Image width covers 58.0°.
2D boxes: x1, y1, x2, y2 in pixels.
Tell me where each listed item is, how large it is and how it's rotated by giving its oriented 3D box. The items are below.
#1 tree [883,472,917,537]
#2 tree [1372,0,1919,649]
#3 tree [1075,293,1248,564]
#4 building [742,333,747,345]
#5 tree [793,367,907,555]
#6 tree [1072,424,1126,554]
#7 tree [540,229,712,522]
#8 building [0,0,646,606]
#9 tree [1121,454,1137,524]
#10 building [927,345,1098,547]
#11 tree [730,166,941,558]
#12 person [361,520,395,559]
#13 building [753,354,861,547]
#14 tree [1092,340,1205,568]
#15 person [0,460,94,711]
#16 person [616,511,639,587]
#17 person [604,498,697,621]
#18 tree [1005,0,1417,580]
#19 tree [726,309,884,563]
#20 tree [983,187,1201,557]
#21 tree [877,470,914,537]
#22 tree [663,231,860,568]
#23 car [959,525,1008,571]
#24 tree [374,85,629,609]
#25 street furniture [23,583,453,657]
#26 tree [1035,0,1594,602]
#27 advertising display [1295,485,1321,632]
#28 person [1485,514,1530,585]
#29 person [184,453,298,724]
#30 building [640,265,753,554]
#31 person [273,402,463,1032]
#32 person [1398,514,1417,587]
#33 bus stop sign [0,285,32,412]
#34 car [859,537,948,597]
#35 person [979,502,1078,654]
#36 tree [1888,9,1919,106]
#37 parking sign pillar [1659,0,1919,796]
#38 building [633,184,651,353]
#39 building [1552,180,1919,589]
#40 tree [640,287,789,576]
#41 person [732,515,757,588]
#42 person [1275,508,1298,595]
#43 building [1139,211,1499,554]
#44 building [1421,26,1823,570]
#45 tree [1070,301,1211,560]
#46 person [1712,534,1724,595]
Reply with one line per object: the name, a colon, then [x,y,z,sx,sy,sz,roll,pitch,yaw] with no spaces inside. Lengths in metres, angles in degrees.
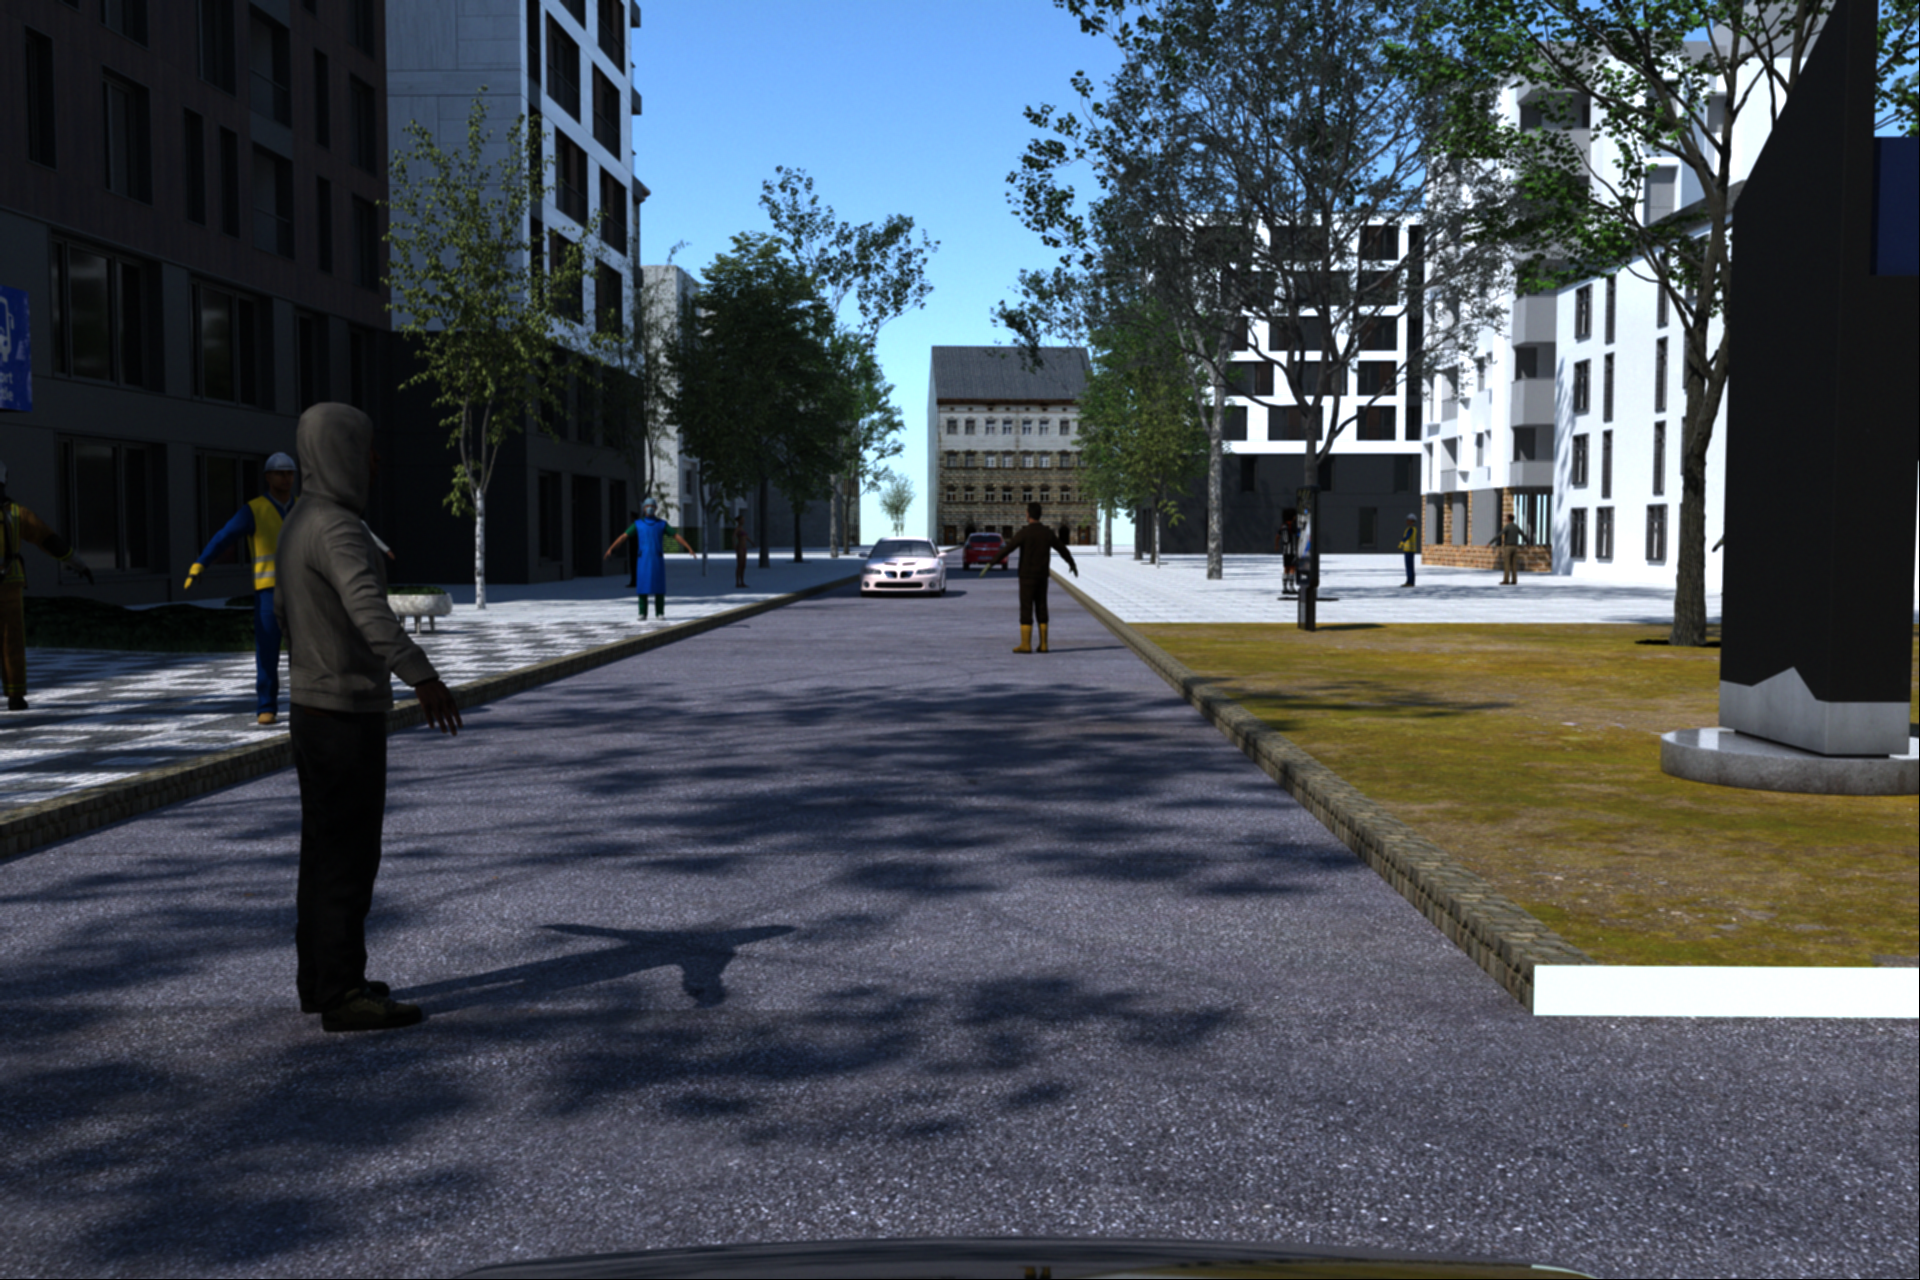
tree: [-6.540,-15.496,203.715,4.360,8.622,3.978,0,3,0]
tree: [8.546,-5.735,19.517,9.928,11.665,9.643,0,3,0]
tree: [8.403,-9.039,73.536,9.928,11.665,9.643,0,3,0]
building: [-24.858,-17.994,150.626,16.016,20.090,11.380,0,4,1]
tree: [-6.830,-11.012,105.804,9.928,11.665,9.643,0,3,0]
tree: [8.925,-9.802,110.628,4.737,8.622,4.395,0,3,0]
tree: [-7.462,-5.572,41.460,4.360,8.622,3.978,0,3,0]
building: [-24.963,-12.094,41.717,27.936,21.610,32.646,0,4,2]
tree: [22.694,-17.842,198.376,9.857,13.997,8.962,0,3,0]
building: [5.728,-22.509,201.408,18.063,23.208,19.493,0,4,-4]
tree: [-8.161,-14.436,91.910,12.611,20.169,13.585,0,3,0]
person: [-9.185,-1.232,26.329,1.347,1.806,0.705,2,4,24]
building: [-20.309,-21.117,176.187,19.493,23.208,18.063,0,4,2]
tree: [7.277,-6.999,64.792,4.737,8.622,4.395,0,3,0]
person: [-7.014,-0.415,12.550,1.354,1.858,0.705,-2,4,-34]
person: [-7.876,-2.200,41.899,0.705,1.837,1.347,1,4,20]
person: [-4.595,-1.199,25.737,1.347,1.817,0.704,-1,4,-8]
tree: [7.146,-11.869,49.941,12.611,20.169,13.585,0,3,0]
tree: [-7.212,-9.297,77.756,9.928,11.665,9.643,0,3,0]
tree: [7.621,-14.758,97.187,12.611,20.169,13.585,0,3,0]
tree: [-6.938,-15.138,197.874,4.360,8.622,3.978,0,3,0]
tree: [-7.862,-9.030,65.774,7.486,12.596,7.792,0,3,0]
car: [1.024,-3.690,69.376,2.155,1.783,4.494,0,4,1]
tree: [-8.058,-4.844,29.570,4.737,8.622,4.395,0,3,0]
street furniture: [-11.287,-0.339,21.175,10.072,0.657,5.734,1,4,12]
tree: [6.840,-7.511,33.181,12.009,13.543,11.850,0,3,0]
advertising display: [4.628,-1.092,23.075,0.123,1.923,0.974,0,4,0]
person: [13.923,-2.299,43.864,1.348,1.796,0.705,-1,4,-21]
person: [-4.608,-0.357,11.811,1.349,1.833,0.705,-3,5,-41]
building: [-26.381,-16.122,130.052,16.747,18.905,31.486,0,4,2]
person: [-1.801,0.213,5.108,0.705,1.813,1.348,-2,4,-35]
person: [10.900,-2.189,42.256,0.721,1.772,1.216,2,4,29]
bus stop sign: [-6.709,-1.366,11.345,0.837,3.901,0.837,0,4,1]
car: [-1.299,-1.740,40.803,2.083,1.381,4.827,0,4,1]
person: [0.874,-0.750,20.861,1.346,1.812,0.704,-2,4,-27]
tree: [8.573,-3.789,12.310,4.360,8.622,3.978,0,3,0]
parking sign pillar: [4.492,-1.260,9.074,1.447,3.967,1.447,0,4,2]
building: [-23.684,-14.498,67.967,19.493,23.208,18.063,0,4,2]
building: [23.035,-6.060,41.228,9.099,9.664,28.070,0,4,1]
tree: [-7.494,-6.236,52.326,4.737,8.622,4.395,0,3,0]
person: [-5.182,-2.125,41.542,0.721,1.733,1.217,1,4,17]
person: [7.047,-1.878,36.856,0.704,1.843,1.345,-2,4,-24]
building: [26.775,-17.259,126.163,27.936,21.610,32.646,0,4,1]
building: [24.424,-13.125,71.015,16.016,20.090,11.380,0,4,1]
tree: [8.977,-10.163,84.298,7.486,12.596,7.792,0,3,0]
person: [16.004,-1.841,35.875,0.705,1.856,1.354,0,4,-2]
